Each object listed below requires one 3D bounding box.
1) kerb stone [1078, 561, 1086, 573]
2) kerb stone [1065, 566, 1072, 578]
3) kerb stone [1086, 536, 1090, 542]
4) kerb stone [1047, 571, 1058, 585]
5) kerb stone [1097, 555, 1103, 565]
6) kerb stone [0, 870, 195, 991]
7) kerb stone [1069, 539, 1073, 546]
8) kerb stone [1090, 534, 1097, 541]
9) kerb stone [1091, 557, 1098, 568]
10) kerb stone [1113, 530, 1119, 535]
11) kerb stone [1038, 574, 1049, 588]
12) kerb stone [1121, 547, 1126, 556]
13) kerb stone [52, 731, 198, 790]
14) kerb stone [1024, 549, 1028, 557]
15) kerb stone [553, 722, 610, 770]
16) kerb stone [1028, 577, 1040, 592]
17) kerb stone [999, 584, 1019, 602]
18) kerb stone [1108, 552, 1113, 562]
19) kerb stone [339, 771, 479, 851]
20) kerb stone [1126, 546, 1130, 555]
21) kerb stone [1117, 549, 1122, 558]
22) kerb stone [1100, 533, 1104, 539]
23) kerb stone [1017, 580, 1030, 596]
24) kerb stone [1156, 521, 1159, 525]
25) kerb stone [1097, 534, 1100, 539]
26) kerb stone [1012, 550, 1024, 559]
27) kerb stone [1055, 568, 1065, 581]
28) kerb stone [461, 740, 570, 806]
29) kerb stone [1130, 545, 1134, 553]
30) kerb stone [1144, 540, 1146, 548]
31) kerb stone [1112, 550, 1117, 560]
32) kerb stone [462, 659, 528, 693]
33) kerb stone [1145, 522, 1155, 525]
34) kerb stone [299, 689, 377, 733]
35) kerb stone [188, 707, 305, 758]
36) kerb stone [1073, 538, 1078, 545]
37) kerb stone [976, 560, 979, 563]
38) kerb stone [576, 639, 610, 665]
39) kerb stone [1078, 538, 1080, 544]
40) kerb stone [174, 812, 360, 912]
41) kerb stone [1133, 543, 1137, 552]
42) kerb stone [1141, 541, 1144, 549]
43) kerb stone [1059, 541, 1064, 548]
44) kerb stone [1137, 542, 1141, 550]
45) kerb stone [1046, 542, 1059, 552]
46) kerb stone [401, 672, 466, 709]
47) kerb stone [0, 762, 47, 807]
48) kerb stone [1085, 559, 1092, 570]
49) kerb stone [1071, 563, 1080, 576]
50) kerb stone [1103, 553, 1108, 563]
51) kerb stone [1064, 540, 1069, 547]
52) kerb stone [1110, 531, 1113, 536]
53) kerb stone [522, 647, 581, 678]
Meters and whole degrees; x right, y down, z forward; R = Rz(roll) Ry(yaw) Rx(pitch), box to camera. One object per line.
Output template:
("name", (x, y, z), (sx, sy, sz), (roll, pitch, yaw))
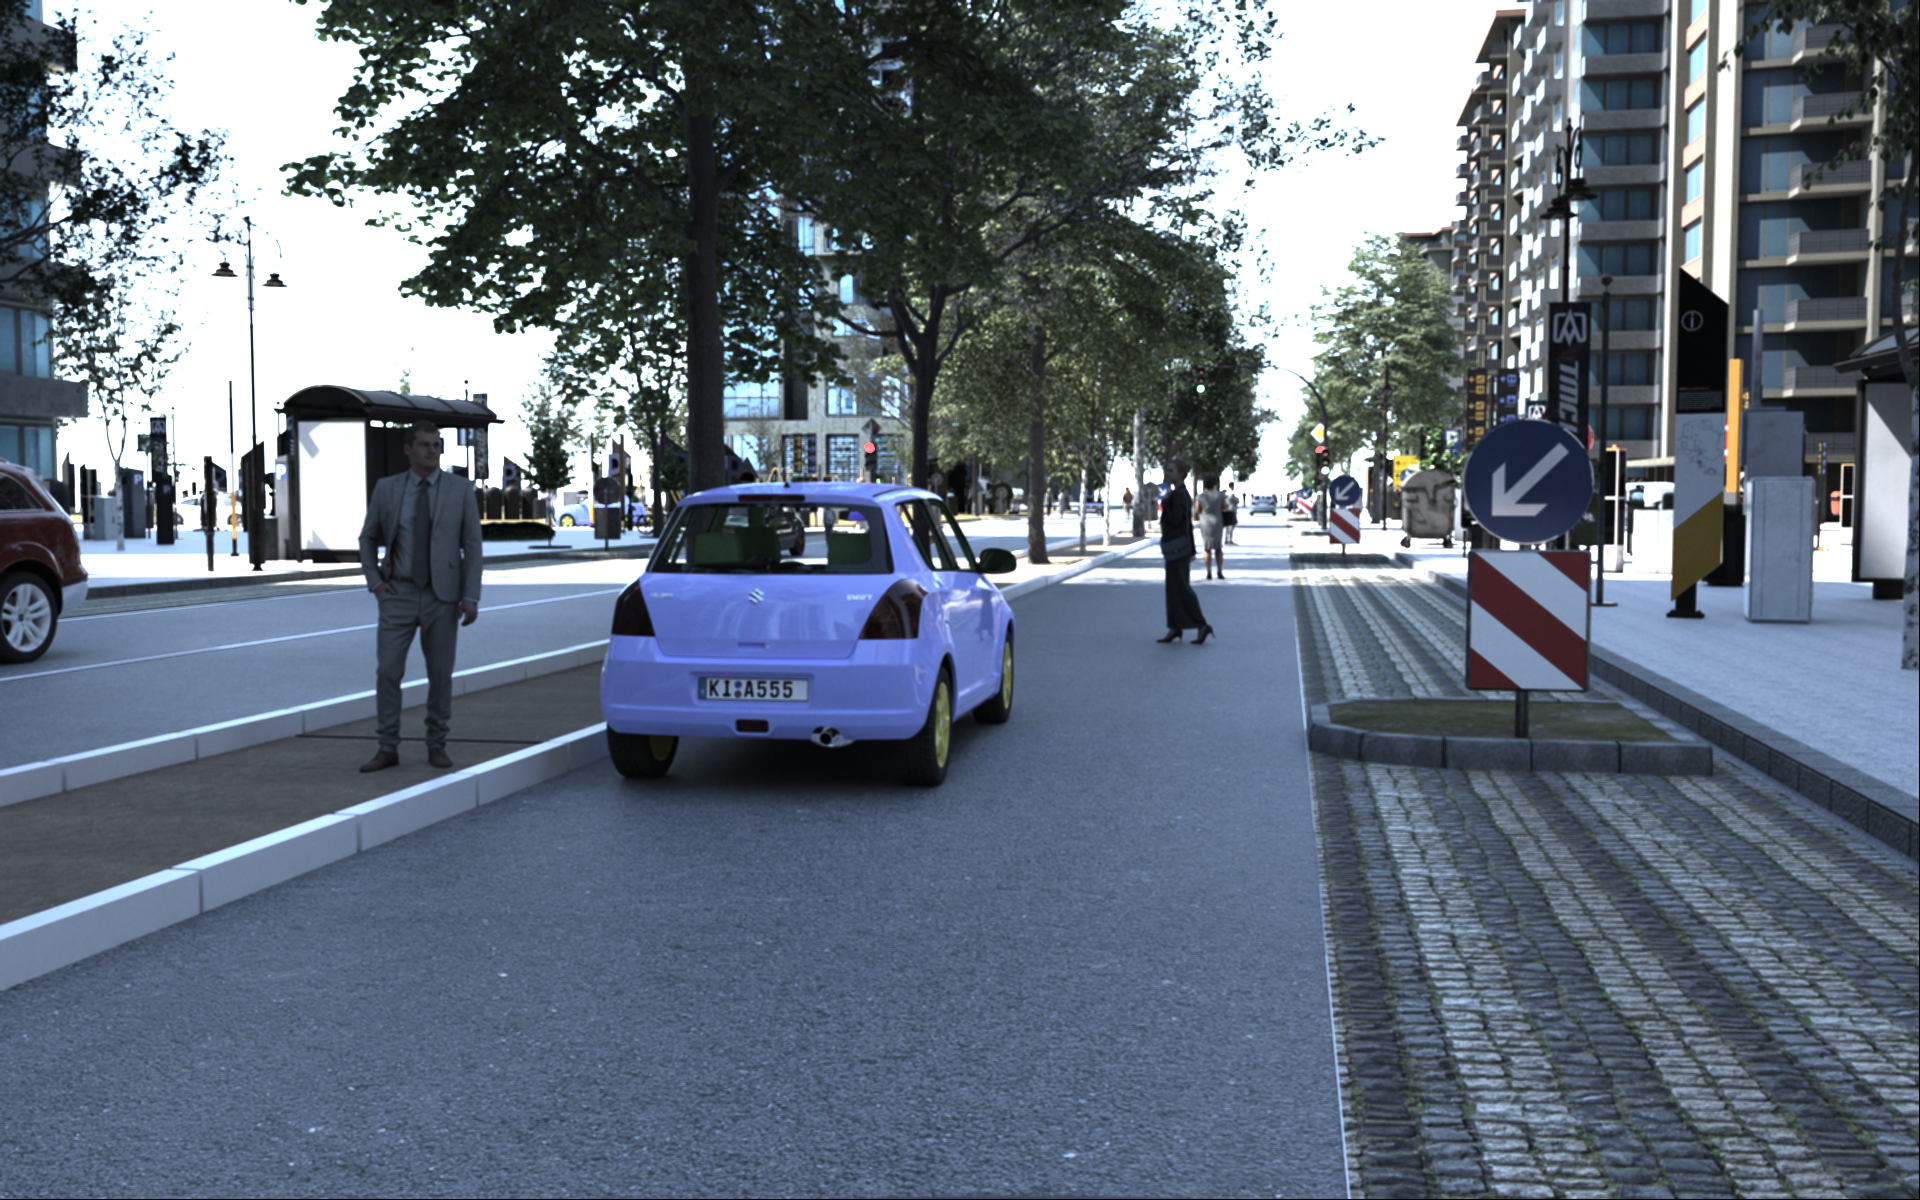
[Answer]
("kerb stone", (2.146, -0.574, 31.644), (0.120, 0.150, 1.000), (1, 4, 11))
("kerb stone", (1.762, -0.452, 29.633), (0.120, 0.150, 1.000), (1, 4, 11))
("kerb stone", (3.646, -1.772, 51.174), (0.120, 0.150, 1.000), (1, 4, 11))
("kerb stone", (1.396, -0.332, 27.620), (0.120, 0.150, 1.000), (1, 4, 11))
("kerb stone", (2.704, -0.762, 34.677), (0.120, 0.150, 1.000), (1, 4, 11))
("kerb stone", (-2.746, 1.028, 5.428), (0.120, 0.150, 1.000), (1, 4, 11))
("kerb stone", (2.894, -1.526, 47.148), (0.120, 0.150, 1.000), (1, 4, 11))
("kerb stone", (4.017, -1.895, 53.185), (0.120, 0.150, 1.000), (1, 4, 11))
("kerb stone", (2.515, -0.701, 33.658), (0.120, 0.150, 1.000), (1, 4, 11))
("kerb stone", (5.334, -2.327, 60.258), (0.120, 0.150, 1.000), (1, 4, 11))
("kerb stone", (1.200, -0.265, 26.617), (0.120, 0.150, 1.000), (1, 4, 11))
("kerb stone", (3.638, -1.069, 39.718), (0.120, 0.150, 1.000), (1, 4, 11))
("kerb stone", (-4.254, 0.821, 8.812), (0.120, 0.150, 1.000), (1, 4, 11))
("kerb stone", (1.394, -1.033, 39.089), (0.120, 0.150, 1.000), (1, 4, 11))
("kerb stone", (-1.990, 0.779, 9.466), (0.120, 0.150, 1.000), (1, 4, 11))
("kerb stone", (1.013, -0.208, 25.596), (0.120, 0.150, 1.000), (1, 4, 11))
("kerb stone", (0.639, -0.085, 23.585), (0.120, 0.150, 1.000), (1, 4, 11))
("kerb stone", (3.083, -0.887, 36.695), (0.120, 0.150, 1.000), (1, 4, 11))
("kerb stone", (-2.366, 0.902, 7.448), (0.120, 0.150, 1.000), (1, 4, 11))
("kerb stone", (3.842, -1.133, 40.728), (0.120, 0.150, 1.000), (1, 4, 11))
("kerb stone", (3.460, -1.010, 38.711), (0.120, 0.150, 1.000), (1, 4, 11))
("kerb stone", (4.392, -2.019, 55.199), (0.120, 0.150, 1.000), (1, 4, 11))
("kerb stone", (0.826, -0.146, 24.590), (0.120, 0.150, 1.000), (1, 4, 11))
("kerb stone", (9.004, -3.529, 79.901), (0.120, 0.150, 1.000), (1, 4, 11))
("kerb stone", (4.198, -1.957, 54.192), (0.120, 0.150, 1.000), (1, 4, 11))
("kerb stone", (1.212, -0.972, 38.083), (0.120, 0.150, 1.000), (1, 4, 11))
("kerb stone", (1.577, -0.393, 28.627), (0.120, 0.150, 1.000), (1, 4, 11))
("kerb stone", (-2.175, 0.841, 8.453), (0.120, 0.150, 1.000), (1, 4, 11))
("kerb stone", (4.022, -1.195, 41.734), (0.120, 0.150, 1.000), (1, 4, 11))
("kerb stone", (4.762, -1.442, 45.768), (0.120, 0.150, 1.000), (1, 4, 11))
("kerb stone", (3.264, -0.948, 37.708), (0.120, 0.150, 1.000), (1, 4, 11))
("kerb stone", (-3.498, 0.576, 12.845), (0.120, 0.150, 1.000), (1, 4, 11))
("kerb stone", (8.430, -3.339, 76.873), (0.120, 0.150, 1.000), (1, 4, 11))
("kerb stone", (-3.870, 0.697, 10.826), (0.120, 0.150, 1.000), (1, 4, 11))
("kerb stone", (-4.060, 0.759, 9.816), (0.120, 0.150, 1.000), (1, 4, 11))
("kerb stone", (3.081, -1.588, 48.160), (0.120, 0.150, 1.000), (1, 4, 11))
("kerb stone", (0.453, -0.724, 34.055), (0.120, 0.150, 1.000), (1, 4, 11))
("kerb stone", (-3.123, 0.449, 14.860), (0.120, 0.150, 1.000), (1, 4, 11))
("kerb stone", (3.269, -1.649, 49.165), (0.120, 0.150, 1.000), (1, 4, 11))
("kerb stone", (-2.559, 0.964, 6.433), (0.120, 0.150, 1.000), (1, 4, 11))
("kerb stone", (4.207, -1.257, 42.739), (0.120, 0.150, 1.000), (1, 4, 11))
("kerb stone", (4.583, -1.380, 44.762), (0.120, 0.150, 1.000), (1, 4, 11))
("kerb stone", (2.512, -1.402, 45.133), (0.120, 0.150, 1.000), (1, 4, 11))
("kerb stone", (4.397, -1.319, 43.757), (0.120, 0.150, 1.000), (1, 4, 11))
("kerb stone", (2.334, -1.340, 44.126), (0.120, 0.150, 1.000), (1, 4, 11))
("kerb stone", (-3.682, 0.633, 11.839), (0.120, 0.150, 1.000), (1, 4, 11))
("kerb stone", (-4.441, 0.881, 7.794), (0.120, 0.150, 1.000), (1, 4, 11))
("kerb stone", (2.331, -0.639, 32.649), (0.120, 0.150, 1.000), (1, 4, 11))
("kerb stone", (1.953, -0.511, 30.640), (0.120, 0.150, 1.000), (1, 4, 11))
("kerb stone", (2.887, -0.825, 35.683), (0.120, 0.150, 1.000), (1, 4, 11))
("kerb stone", (2.706, -1.464, 46.137), (0.120, 0.150, 1.000), (1, 4, 11))
("kerb stone", (4.962, -2.204, 58.232), (0.120, 0.150, 1.000), (1, 4, 11))
("kerb stone", (-3.308, 0.515, 13.855), (0.120, 0.150, 1.000), (1, 4, 11))
